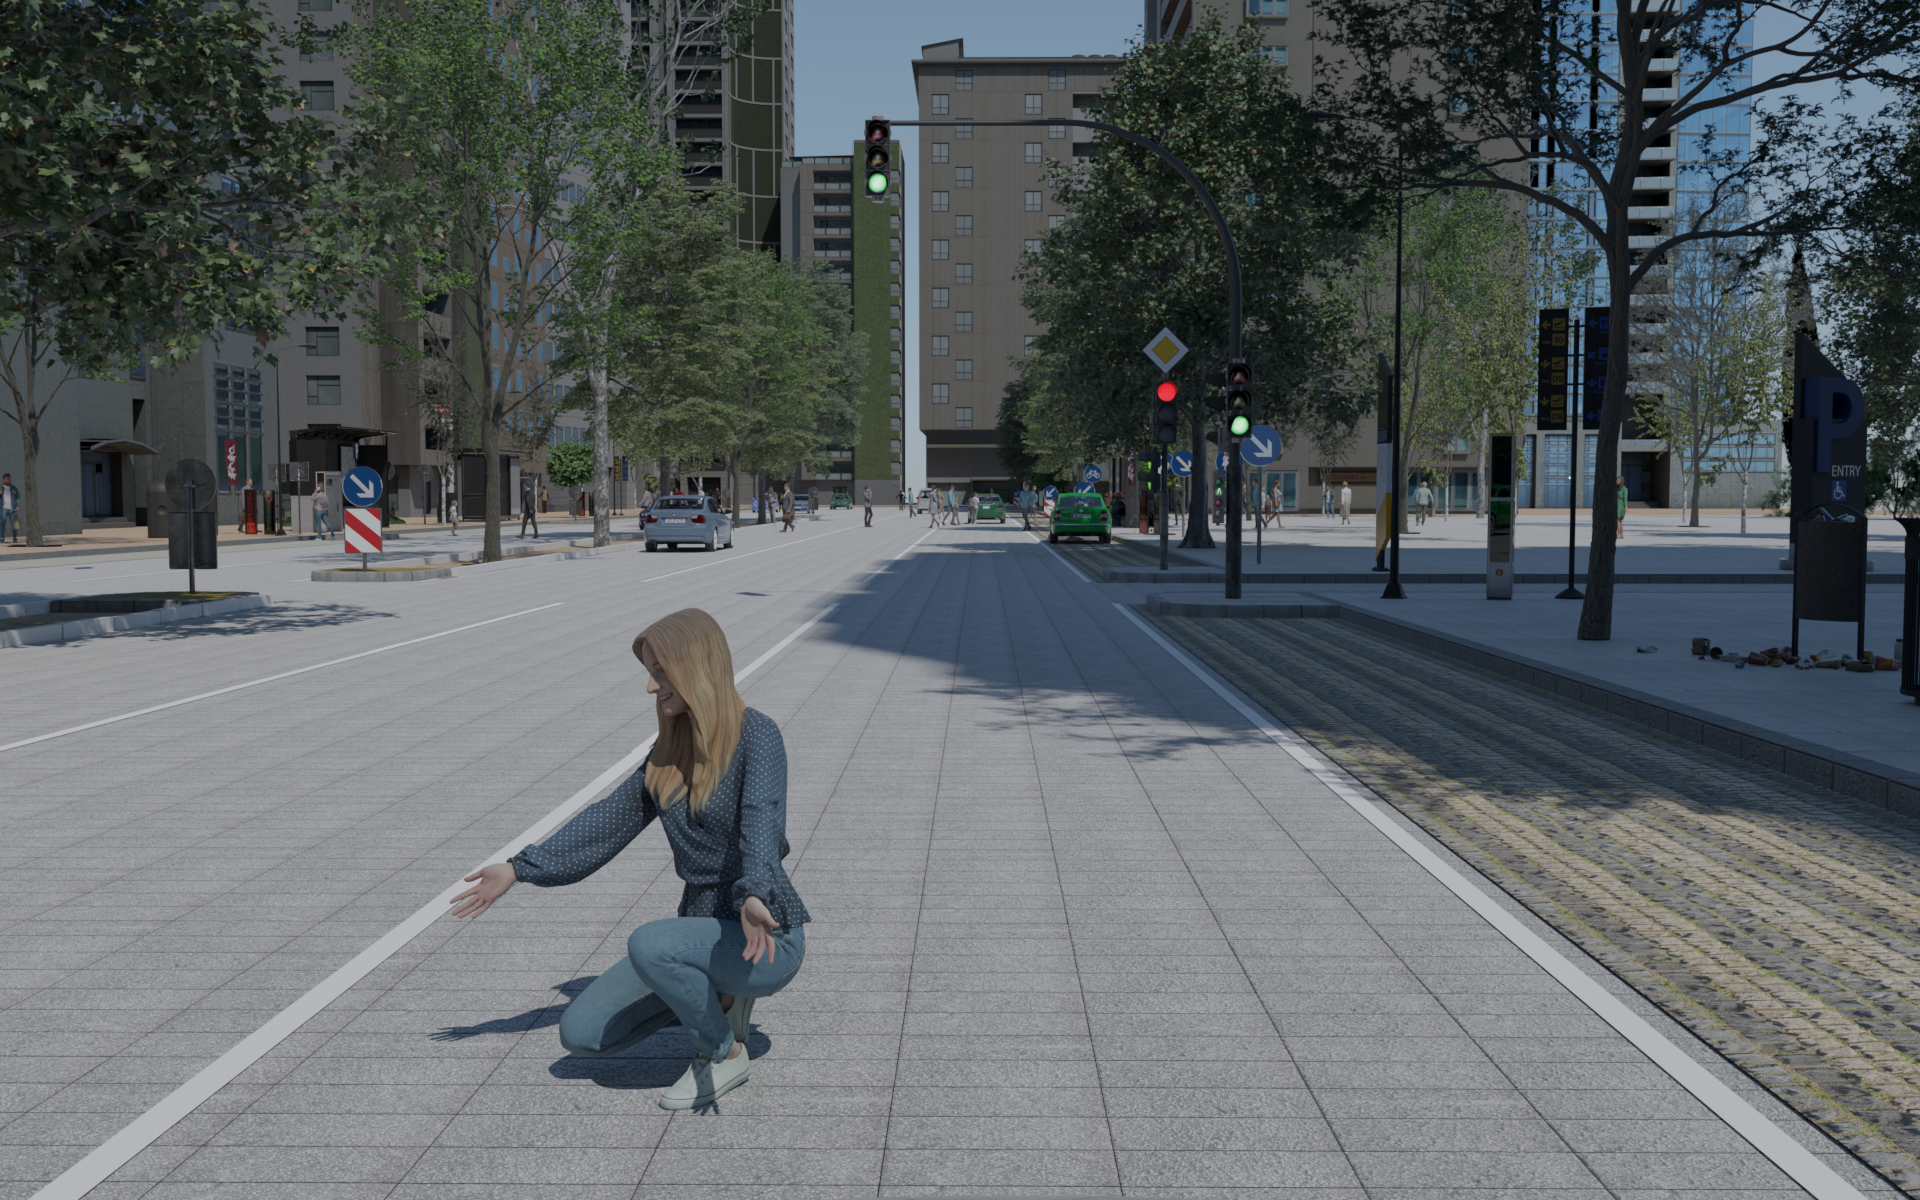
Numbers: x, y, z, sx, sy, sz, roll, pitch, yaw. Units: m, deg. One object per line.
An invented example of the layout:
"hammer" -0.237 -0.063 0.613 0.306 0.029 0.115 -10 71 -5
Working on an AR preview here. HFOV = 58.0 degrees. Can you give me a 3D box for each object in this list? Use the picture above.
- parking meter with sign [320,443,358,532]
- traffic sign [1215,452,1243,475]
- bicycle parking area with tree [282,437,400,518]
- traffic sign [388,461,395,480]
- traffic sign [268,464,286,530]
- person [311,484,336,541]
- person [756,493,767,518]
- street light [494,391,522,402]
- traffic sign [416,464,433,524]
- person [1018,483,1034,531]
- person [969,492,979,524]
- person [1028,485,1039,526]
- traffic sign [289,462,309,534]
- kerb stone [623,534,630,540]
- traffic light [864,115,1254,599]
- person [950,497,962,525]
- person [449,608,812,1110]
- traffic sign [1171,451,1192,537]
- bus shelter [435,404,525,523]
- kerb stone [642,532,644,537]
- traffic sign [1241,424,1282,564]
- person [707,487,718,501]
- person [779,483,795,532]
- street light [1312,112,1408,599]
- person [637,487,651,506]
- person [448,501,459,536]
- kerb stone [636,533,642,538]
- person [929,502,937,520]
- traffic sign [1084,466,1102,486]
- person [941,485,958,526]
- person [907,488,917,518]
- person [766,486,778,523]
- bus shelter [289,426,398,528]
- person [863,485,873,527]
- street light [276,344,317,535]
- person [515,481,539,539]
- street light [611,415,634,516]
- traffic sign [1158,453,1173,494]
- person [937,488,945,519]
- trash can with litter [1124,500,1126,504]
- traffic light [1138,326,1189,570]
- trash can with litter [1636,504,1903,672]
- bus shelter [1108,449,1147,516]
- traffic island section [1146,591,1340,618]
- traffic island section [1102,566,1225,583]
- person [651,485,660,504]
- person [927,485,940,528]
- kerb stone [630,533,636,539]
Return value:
"parking meter with sign" -21.376 -3.828 58.845 1.738 3.016 0.543 -1 4 -11
"traffic sign" 7.417 -2.915 47.758 0.768 2.556 0.104 0 4 4
"bicycle parking area with tree" -31.230 -5.886 83.237 8.231 4.147 9.016 0 4 0
"traffic sign" -21.940 -4.037 66.105 0.768 2.556 0.104 1 4 10
"traffic sign" -23.150 -3.461 58.721 0.606 2.300 0.079 0 4 4
"person" -19.381 -2.671 52.760 0.643 1.750 0.593 1 4 12
"person" -11.831 -5.779 103.268 0.520 1.790 0.573 -3 4 -37
"street light" -20.351 -6.442 77.868 1.470 5.913 1.316 0 4 1
"traffic sign" -22.821 -4.508 73.805 0.768 2.556 0.104 0 4 7
"person" 2.603 -3.582 66.936 0.638 1.841 0.748 3 5 44
"person" 0.658 -4.334 81.952 0.503 1.515 0.523 -1 4 -10
"person" 3.252 -4.212 77.382 0.654 1.822 0.581 2 4 25
"traffic sign" -20.960 -3.230 54.943 0.606 2.300 0.079 0 4 3
"kerb stone" -10.566 -1.952 54.112 0.120 0.150 1.000 0 4 1
"traffic light" 1.239 -2.839 21.077 4.771 5.953 1.251 0 4 1
"person" -0.223 -4.130 80.292 0.640 1.303 0.475 -3 5 -44
"person" -0.650 0.604 4.118 0.738 1.151 1.012 -3 5 -41
"traffic sign" 6.599 -3.120 51.123 0.768 2.556 0.104 0 4 4
"bus shelter" -22.347 -6.275 80.220 2.179 5.291 8.768 0 4 1
"kerb stone" -10.529 -2.140 57.188 0.120 0.150 1.000 0 4 1
"traffic sign" 5.496 -1.936 31.763 0.768 2.556 0.104 0 4 8
"person" -13.479 -5.221 93.849 0.794 1.824 0.713 1 4 17
"person" -6.422 -3.442 64.745 0.822 1.834 0.622 -3 5 -42
"street light" 4.804 -2.974 21.162 1.470 5.913 1.316 0 4 1
"person" -14.914 -4.516 82.609 0.850 1.792 0.678 1 4 18
"person" -17.349 -2.791 59.153 0.382 1.210 0.505 -3 4 -39
"kerb stone" -10.537 -2.075 56.164 0.120 0.150 1.000 0 4 1
"person" -1.439 -5.228 96.579 0.503 1.515 0.523 2 4 28
"traffic sign" 5.900 -4.692 76.820 0.768 2.556 0.104 0 4 7
"person" -0.448 -4.304 78.734 0.748 1.841 0.638 1 4 19
"person" -2.844 -5.748 102.491 0.620 1.820 0.660 0 4 -5
"person" -8.649 -4.308 79.133 0.606 1.804 0.583 1 4 20
"bus shelter" -22.178 -4.359 62.552 1.731 3.624 6.357 0 4 1
"person" -3.949 -4.035 74.658 0.473 1.802 0.592 1 4 20
"street light" -20.547 -4.958 53.609 1.470 5.913 1.316 0 4 1
"person" -13.830 -2.878 55.333 0.755 1.850 0.659 1 4 16
"street light" -19.817 -7.910 101.876 1.470 5.913 1.316 0 4 1
"traffic sign" 5.970 -3.132 51.319 0.768 2.556 0.104 0 4 5
"person" -1.130 -5.464 98.169 0.599 1.781 0.374 -1 4 -10
"trash can with litter" 7.231 -3.746 72.637 0.624 1.170 1.055 2 4 35
"traffic light" 3.430 -2.462 29.178 0.839 4.253 0.868 0 4 1
"trash can with litter" 6.333 -0.135 13.267 1.678 1.210 2.233 -2 4 -34
"bus shelter" 7.827 -6.226 79.425 2.179 5.291 8.768 0 4 1
"traffic island section" 3.372 0.060 21.307 2.009 0.180 2.903 0 4 1
"traffic island section" 3.470 -0.429 29.291 2.009 0.180 2.903 0 4 1
"person" -11.528 -3.517 66.341 0.599 1.781 0.374 2 4 25
"person" -1.059 -3.937 72.957 0.616 1.811 0.778 -3 5 -39
"kerb stone" -10.552 -2.011 55.138 0.120 0.150 1.000 0 4 1
